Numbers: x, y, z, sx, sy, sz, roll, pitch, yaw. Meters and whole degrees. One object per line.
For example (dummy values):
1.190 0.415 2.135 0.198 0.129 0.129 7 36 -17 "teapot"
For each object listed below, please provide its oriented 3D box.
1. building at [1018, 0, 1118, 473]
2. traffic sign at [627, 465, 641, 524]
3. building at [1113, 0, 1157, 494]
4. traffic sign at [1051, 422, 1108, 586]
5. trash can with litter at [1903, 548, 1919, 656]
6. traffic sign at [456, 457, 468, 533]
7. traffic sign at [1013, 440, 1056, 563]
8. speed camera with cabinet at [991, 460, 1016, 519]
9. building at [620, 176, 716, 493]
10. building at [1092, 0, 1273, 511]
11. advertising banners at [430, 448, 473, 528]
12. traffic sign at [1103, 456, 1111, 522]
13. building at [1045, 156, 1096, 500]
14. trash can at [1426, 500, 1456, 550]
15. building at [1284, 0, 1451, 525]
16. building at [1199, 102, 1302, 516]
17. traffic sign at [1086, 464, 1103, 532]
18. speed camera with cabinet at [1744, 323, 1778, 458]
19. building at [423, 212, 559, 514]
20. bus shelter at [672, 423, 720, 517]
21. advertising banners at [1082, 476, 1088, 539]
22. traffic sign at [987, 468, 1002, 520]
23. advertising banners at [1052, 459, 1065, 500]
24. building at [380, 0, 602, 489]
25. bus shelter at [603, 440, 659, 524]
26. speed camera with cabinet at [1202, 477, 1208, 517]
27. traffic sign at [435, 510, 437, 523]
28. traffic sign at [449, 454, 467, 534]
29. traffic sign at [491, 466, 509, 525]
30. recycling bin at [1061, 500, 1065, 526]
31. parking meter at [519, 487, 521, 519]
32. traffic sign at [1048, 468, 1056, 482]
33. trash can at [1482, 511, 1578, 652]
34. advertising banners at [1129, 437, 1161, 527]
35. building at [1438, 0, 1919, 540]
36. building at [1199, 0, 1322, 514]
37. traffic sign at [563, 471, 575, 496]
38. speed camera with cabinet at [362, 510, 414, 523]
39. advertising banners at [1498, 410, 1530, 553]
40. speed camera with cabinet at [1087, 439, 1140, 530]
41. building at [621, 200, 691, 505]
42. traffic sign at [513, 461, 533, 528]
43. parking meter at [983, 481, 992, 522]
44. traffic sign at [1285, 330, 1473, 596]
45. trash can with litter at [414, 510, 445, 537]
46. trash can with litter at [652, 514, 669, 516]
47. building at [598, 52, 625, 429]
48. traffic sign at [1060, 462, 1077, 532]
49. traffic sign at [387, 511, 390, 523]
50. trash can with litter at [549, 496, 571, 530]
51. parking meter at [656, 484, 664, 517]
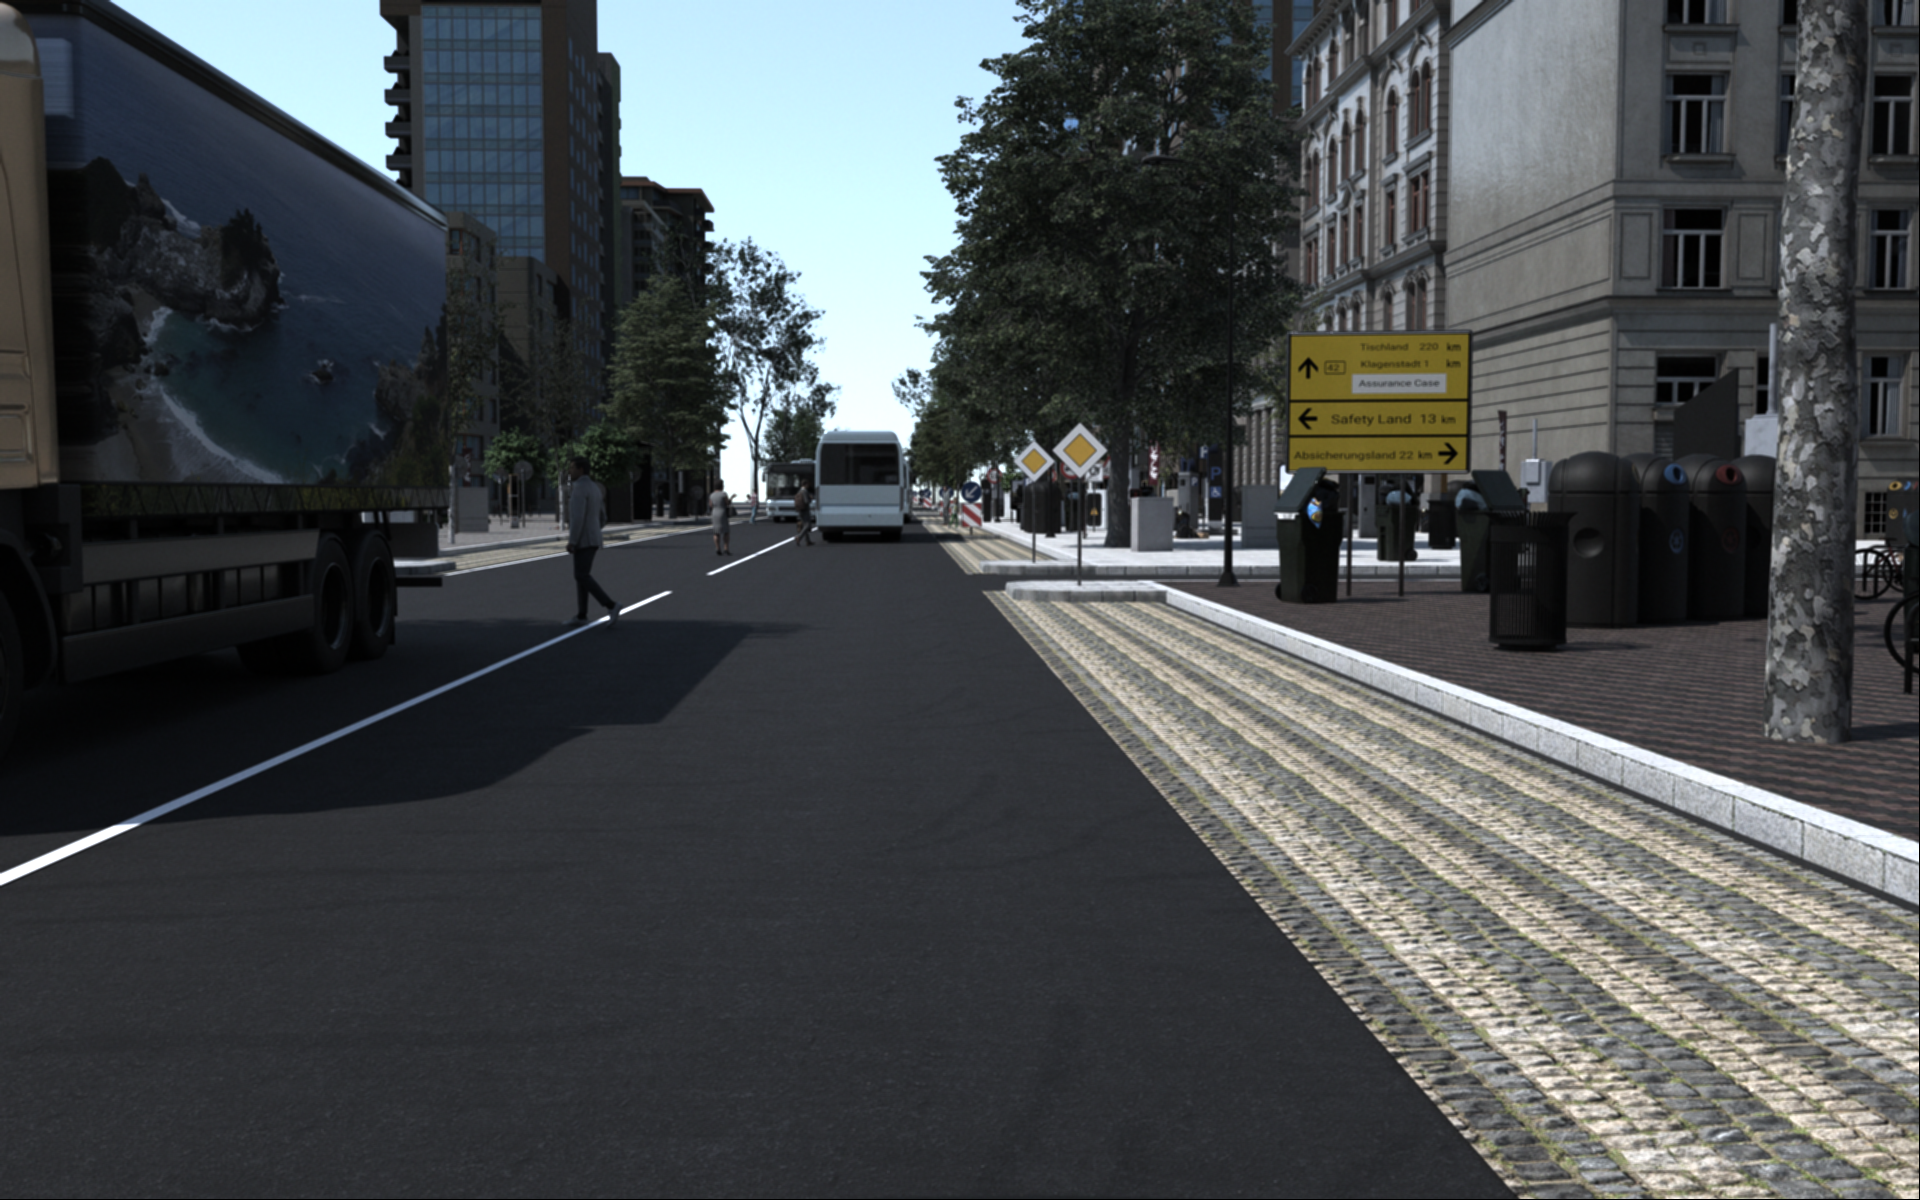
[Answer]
20.703 -57.319 249.828 22.319 86.520 31.000 0 4 -2 "building"
-14.077 -4.541 74.350 0.768 2.556 0.104 0 4 1 "traffic sign"
24.371 -31.844 140.259 23.786 49.044 30.456 0 4 -2 "building"
1.666 -1.254 24.149 0.795 2.450 0.064 0 4 -2 "traffic sign"
7.869 -0.145 13.766 0.624 1.170 1.055 1 4 20 "trash can with litter"
-16.514 -3.471 56.851 0.768 2.556 0.104 0 4 1 "traffic sign"
1.372 -1.742 32.129 0.795 2.450 0.064 0 4 -2 "traffic sign"
2.402 -5.792 89.042 2.038 3.252 0.660 3 4 39 "speed camera with cabinet"
-45.877 -35.868 241.060 22.147 44.769 28.867 0 4 -2 "building"
20.115 -31.342 162.555 14.600 45.320 14.200 0 4 -2 "building"
-19.047 -4.207 64.968 0.090 3.025 2.074 2 4 33 "advertising banners"
5.035 -3.582 58.567 0.884 2.594 0.081 0 4 -1 "traffic sign"
21.623 -34.655 221.238 22.147 44.769 28.867 0 4 -2 "building"
11.166 -1.739 40.094 0.748 1.137 0.748 0 3 0 "trash can"
23.643 -17.675 76.379 14.401 28.519 23.554 0 4 -2 "building"
20.642 -16.469 98.147 11.050 23.489 19.941 0 4 -2 "building"
4.522 -3.441 58.382 0.606 2.300 0.079 0 4 -2 "traffic sign"
8.890 -1.553 19.735 2.038 3.252 0.660 -2 4 -23 "speed camera with cabinet"
-44.634 -16.829 120.198 27.650 21.520 28.899 0 4 -2 "building"
-15.444 -7.518 100.545 2.179 5.291 8.768 0 4 -2 "bus shelter"
3.572 -3.274 49.711 0.090 3.025 2.074 0 4 7 "advertising banners"
1.687 -5.170 84.630 0.768 2.556 0.104 0 4 5 "traffic sign"
4.904 -5.521 86.454 0.090 3.025 2.074 1 4 23 "advertising banners"
-37.525 -30.042 141.305 14.600 45.320 14.200 0 4 -2 "building"
-14.923 -5.336 78.525 1.731 3.624 6.357 0 4 -2 "bus shelter"
13.962 -6.293 97.221 0.660 3.252 2.038 1 4 13 "speed camera with cabinet"
-15.436 -3.118 50.979 0.884 2.594 0.081 0 4 1 "traffic sign"
-16.157 -3.383 55.421 0.768 2.556 0.104 0 4 0 "traffic sign"
-18.751 -4.255 70.749 0.795 2.450 0.064 0 4 5 "traffic sign"
4.250 -3.448 68.926 0.722 1.027 0.722 -1 4 -21 "recycling bin"
-23.265 -5.206 90.824 0.399 1.863 0.255 -3 4 -36 "parking meter"
4.181 -5.023 82.236 0.768 2.556 0.104 0 4 -1 "traffic sign"
4.685 -0.160 14.272 0.748 1.137 0.748 0 3 0 "trash can"
5.385 -3.487 53.203 0.090 3.025 2.074 -3 5 -44 "advertising banners"
31.766 -13.547 54.778 30.059 22.955 16.112 0 4 -2 "building"
21.115 -28.614 117.952 14.600 45.320 14.200 0 4 -2 "building"
-17.013 -4.488 75.516 0.606 2.300 0.079 0 4 1 "traffic sign"
-13.188 -2.690 38.324 2.038 3.252 0.660 -3 5 -41 "speed camera with cabinet"
11.798 -2.494 36.969 0.090 3.025 2.074 3 4 36 "advertising banners"
5.447 -4.153 62.239 2.038 3.252 0.660 3 5 39 "speed camera with cabinet"
-49.678 -31.969 214.575 32.217 40.220 23.993 0 4 -2 "building"
-16.701 -4.045 66.242 0.768 2.556 0.104 0 4 1 "traffic sign"
1.266 -4.499 79.263 0.399 1.863 0.255 0 4 3 "parking meter"
5.217 -1.700 21.666 2.265 3.308 0.079 0 4 7 "traffic sign"
-16.392 -2.542 52.625 1.678 1.210 2.233 -2 4 -23 "trash can with litter"
-18.029 -5.494 100.890 2.233 1.210 1.678 -1 4 -19 "trash can with litter"
-38.394 -28.864 155.524 14.154 41.232 14.086 0 4 -2 "building"
3.775 -3.581 58.655 0.768 2.556 0.104 0 4 5 "traffic sign"
-10.465 -1.717 31.714 0.795 2.450 0.064 0 4 -2 "traffic sign"
-14.242 -3.197 63.322 1.678 1.210 2.233 -2 4 -30 "trash can with litter"
-16.866 -5.599 97.255 0.399 1.863 0.255 -2 4 -32 "parking meter"
